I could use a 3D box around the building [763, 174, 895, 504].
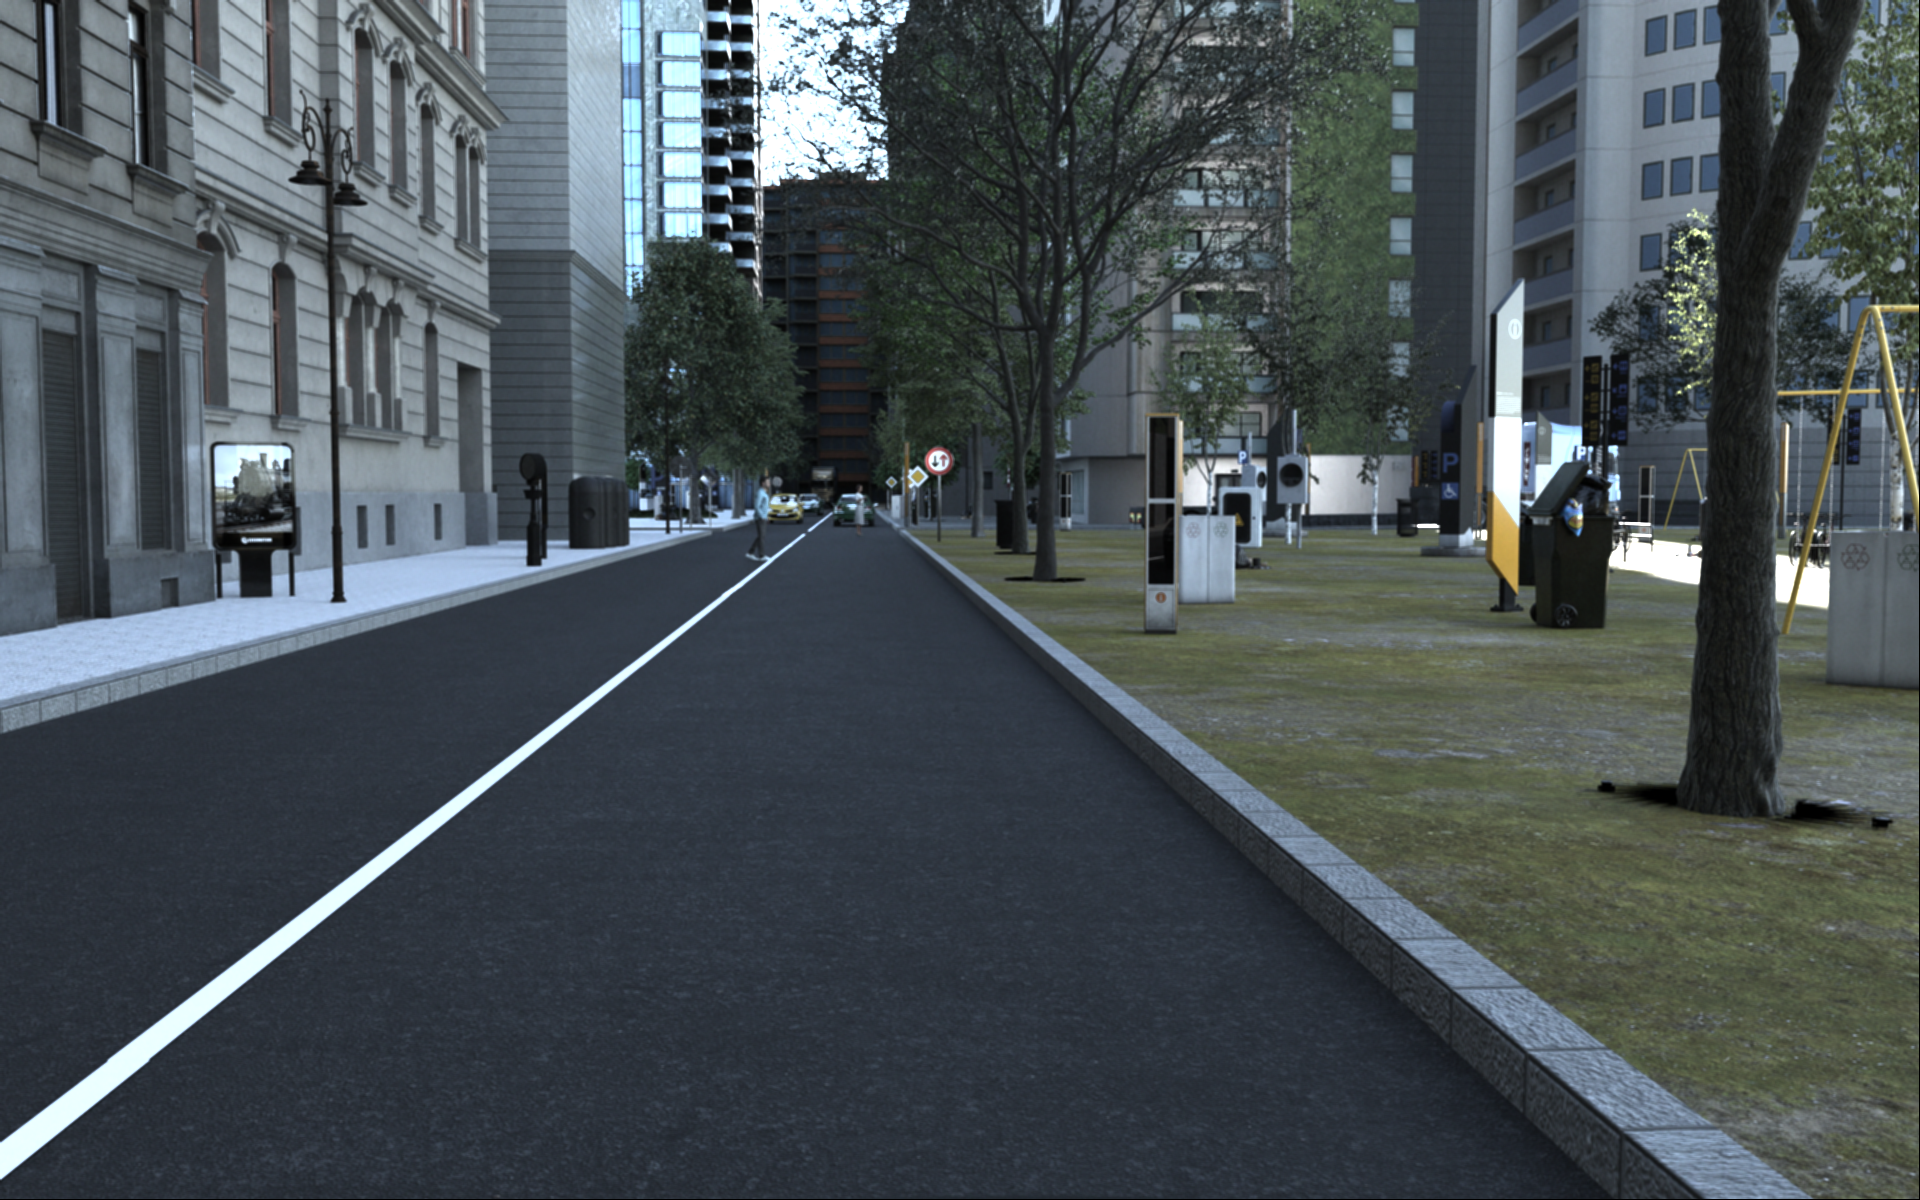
[{"bbox_3d":[-16.731,-35.677,237.947,28.867,44.769,22.147,0,4,-3],"label":"building"}]

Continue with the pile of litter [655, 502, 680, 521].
[{"bbox_3d":[-14.358,-4.305,84.347,1.719,0.858,1.176,1,4,12],"label":"pile of litter"}]

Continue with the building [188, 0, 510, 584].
[{"bbox_3d":[-17.322,-14.950,31.826,14.401,28.519,23.554,0,4,-3],"label":"building"}]

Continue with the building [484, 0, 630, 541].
[{"bbox_3d":[-25.700,-16.766,51.624,29.804,29.767,11.434,0,4,-3],"label":"building"}]

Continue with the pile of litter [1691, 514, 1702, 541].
[{"bbox_3d":[20.705,-2.049,47.463,1.176,0.858,1.719,-1,4,-9],"label":"pile of litter"}]

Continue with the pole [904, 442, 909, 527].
[{"bbox_3d":[-2.086,-4.537,68.028,0.158,3.312,0.155,0,3,0],"label":"pole"}]

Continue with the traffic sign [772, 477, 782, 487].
[{"bbox_3d":[-13.439,-7.785,127.384,0.768,2.556,0.104,0,4,6],"label":"traffic sign"}]

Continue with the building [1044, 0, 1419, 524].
[{"bbox_3d":[11.278,-24.031,76.509,14.086,41.232,14.154,0,4,-3],"label":"building"}]

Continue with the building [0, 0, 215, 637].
[{"bbox_3d":[-13.075,-9.897,10.967,9.793,20.994,18.267,0,4,-3],"label":"building"}]

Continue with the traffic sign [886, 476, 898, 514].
[{"bbox_3d":[-4.353,-6.666,110.181,0.795,2.450,0.064,0,4,2],"label":"traffic sign"}]

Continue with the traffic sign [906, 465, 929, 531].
[{"bbox_3d":[-1.468,-3.462,60.248,0.795,2.450,0.064,0,4,-3],"label":"traffic sign"}]

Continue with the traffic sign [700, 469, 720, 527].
[{"bbox_3d":[-9.777,-3.922,67.773,0.795,2.450,0.064,0,4,-3],"label":"traffic sign"}]

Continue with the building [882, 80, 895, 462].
[{"bbox_3d":[5.094,-37.640,204.645,28.713,52.752,27.495,0,4,-3],"label":"building"}]

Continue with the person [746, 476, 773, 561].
[{"bbox_3d":[-4.334,-1.764,37.360,0.620,1.820,0.660,0,4,-2],"label":"person"}]

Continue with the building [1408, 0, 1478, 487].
[{"bbox_3d":[55.256,-47.232,210.491,20.611,71.187,20.563,0,4,-3],"label":"building"}]

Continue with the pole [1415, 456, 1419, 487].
[{"bbox_3d":[24.462,-6.051,92.773,0.158,3.312,0.155,0,3,0],"label":"pole"}]

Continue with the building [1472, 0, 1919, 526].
[{"bbox_3d":[40.343,-32.799,78.259,28.212,58.520,21.231,0,4,-3],"label":"building"}]

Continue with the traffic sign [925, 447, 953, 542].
[{"bbox_3d":[-0.559,-2.840,46.532,0.768,2.556,0.104,0,4,-2],"label":"traffic sign"}]

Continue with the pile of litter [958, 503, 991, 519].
[{"bbox_3d":[0.778,-4.672,90.360,1.719,0.858,1.176,0,4,5],"label":"pile of litter"}]

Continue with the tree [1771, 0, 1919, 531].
[{"bbox_3d":[11.591,-4.320,20.997,4.737,8.622,4.395,0,3,0],"label":"tree"}]

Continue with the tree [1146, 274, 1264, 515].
[{"bbox_3d":[8.376,-6.607,58.389,4.737,8.622,4.395,0,3,0],"label":"tree"}]

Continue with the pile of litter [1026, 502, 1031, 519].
[{"bbox_3d":[3.277,-4.693,90.689,1.719,0.858,1.176,-3,5,-40],"label":"pile of litter"}]

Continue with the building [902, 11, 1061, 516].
[{"bbox_3d":[3.368,-20.570,108.014,14.160,30.474,14.107,0,4,-3],"label":"building"}]

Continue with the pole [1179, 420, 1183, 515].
[{"bbox_3d":[6.070,-3.314,48.021,0.158,3.312,0.155,0,3,0],"label":"pole"}]

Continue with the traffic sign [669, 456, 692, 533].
[{"bbox_3d":[-9.257,-3.503,57.387,0.768,2.556,0.104,0,4,5],"label":"traffic sign"}]

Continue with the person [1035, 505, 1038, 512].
[{"bbox_3d":[3.225,-3.495,66.226,0.593,1.750,0.643,2,4,35],"label":"person"}]

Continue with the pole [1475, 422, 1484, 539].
[{"bbox_3d":[14.773,-3.390,49.276,0.158,3.312,0.155,0,3,0],"label":"pole"}]

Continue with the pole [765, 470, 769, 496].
[{"bbox_3d":[-12.680,-7.336,113.783,0.158,3.312,0.155,0,3,0],"label":"pole"}]

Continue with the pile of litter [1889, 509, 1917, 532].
[{"bbox_3d":[27.154,-2.188,49.731,1.176,0.858,1.719,-1,4,-21],"label":"pile of litter"}]

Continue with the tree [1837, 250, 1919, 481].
[{"bbox_3d":[24.452,-5.596,41.860,4.360,8.622,3.978,0,3,0],"label":"tree"}]

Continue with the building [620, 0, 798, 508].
[{"bbox_3d":[-35.214,-54.517,204.031,31.000,86.520,22.319,0,4,-3],"label":"building"}]

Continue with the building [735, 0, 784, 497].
[{"bbox_3d":[-29.241,-45.514,182.410,20.563,71.187,20.611,0,4,-3],"label":"building"}]

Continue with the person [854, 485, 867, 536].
[{"bbox_3d":[-3.403,-3.108,59.892,0.524,1.755,0.480,1,4,18],"label":"person"}]

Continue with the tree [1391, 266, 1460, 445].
[{"bbox_3d":[13.406,-6.398,54.963,4.360,8.622,3.978,0,3,0],"label":"tree"}]

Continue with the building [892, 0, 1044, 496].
[{"bbox_3d":[3.228,-45.362,179.921,20.563,71.187,20.611,0,4,-3],"label":"building"}]

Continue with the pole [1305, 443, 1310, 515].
[{"bbox_3d":[13.926,-4.619,69.356,0.158,3.312,0.155,0,3,0],"label":"pole"}]

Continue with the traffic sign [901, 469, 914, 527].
[{"bbox_3d":[-1.945,-3.950,68.219,0.795,2.450,0.064,0,4,-3],"label":"traffic sign"}]

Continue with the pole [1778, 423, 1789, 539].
[{"bbox_3d":[23.547,-3.405,49.523,0.158,3.312,0.155,0,3,0],"label":"pole"}]

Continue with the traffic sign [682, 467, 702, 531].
[{"bbox_3d":[-9.300,-3.435,59.802,0.795,2.450,0.064,0,4,-3],"label":"traffic sign"}]

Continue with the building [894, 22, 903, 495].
[{"bbox_3d":[0.890,-31.378,163.145,14.600,45.320,14.200,0,4,-3],"label":"building"}]

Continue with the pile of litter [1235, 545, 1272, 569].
[{"bbox_3d":[4.632,-0.998,30.276,1.176,0.858,1.719,-2,4,-34],"label":"pile of litter"}]
